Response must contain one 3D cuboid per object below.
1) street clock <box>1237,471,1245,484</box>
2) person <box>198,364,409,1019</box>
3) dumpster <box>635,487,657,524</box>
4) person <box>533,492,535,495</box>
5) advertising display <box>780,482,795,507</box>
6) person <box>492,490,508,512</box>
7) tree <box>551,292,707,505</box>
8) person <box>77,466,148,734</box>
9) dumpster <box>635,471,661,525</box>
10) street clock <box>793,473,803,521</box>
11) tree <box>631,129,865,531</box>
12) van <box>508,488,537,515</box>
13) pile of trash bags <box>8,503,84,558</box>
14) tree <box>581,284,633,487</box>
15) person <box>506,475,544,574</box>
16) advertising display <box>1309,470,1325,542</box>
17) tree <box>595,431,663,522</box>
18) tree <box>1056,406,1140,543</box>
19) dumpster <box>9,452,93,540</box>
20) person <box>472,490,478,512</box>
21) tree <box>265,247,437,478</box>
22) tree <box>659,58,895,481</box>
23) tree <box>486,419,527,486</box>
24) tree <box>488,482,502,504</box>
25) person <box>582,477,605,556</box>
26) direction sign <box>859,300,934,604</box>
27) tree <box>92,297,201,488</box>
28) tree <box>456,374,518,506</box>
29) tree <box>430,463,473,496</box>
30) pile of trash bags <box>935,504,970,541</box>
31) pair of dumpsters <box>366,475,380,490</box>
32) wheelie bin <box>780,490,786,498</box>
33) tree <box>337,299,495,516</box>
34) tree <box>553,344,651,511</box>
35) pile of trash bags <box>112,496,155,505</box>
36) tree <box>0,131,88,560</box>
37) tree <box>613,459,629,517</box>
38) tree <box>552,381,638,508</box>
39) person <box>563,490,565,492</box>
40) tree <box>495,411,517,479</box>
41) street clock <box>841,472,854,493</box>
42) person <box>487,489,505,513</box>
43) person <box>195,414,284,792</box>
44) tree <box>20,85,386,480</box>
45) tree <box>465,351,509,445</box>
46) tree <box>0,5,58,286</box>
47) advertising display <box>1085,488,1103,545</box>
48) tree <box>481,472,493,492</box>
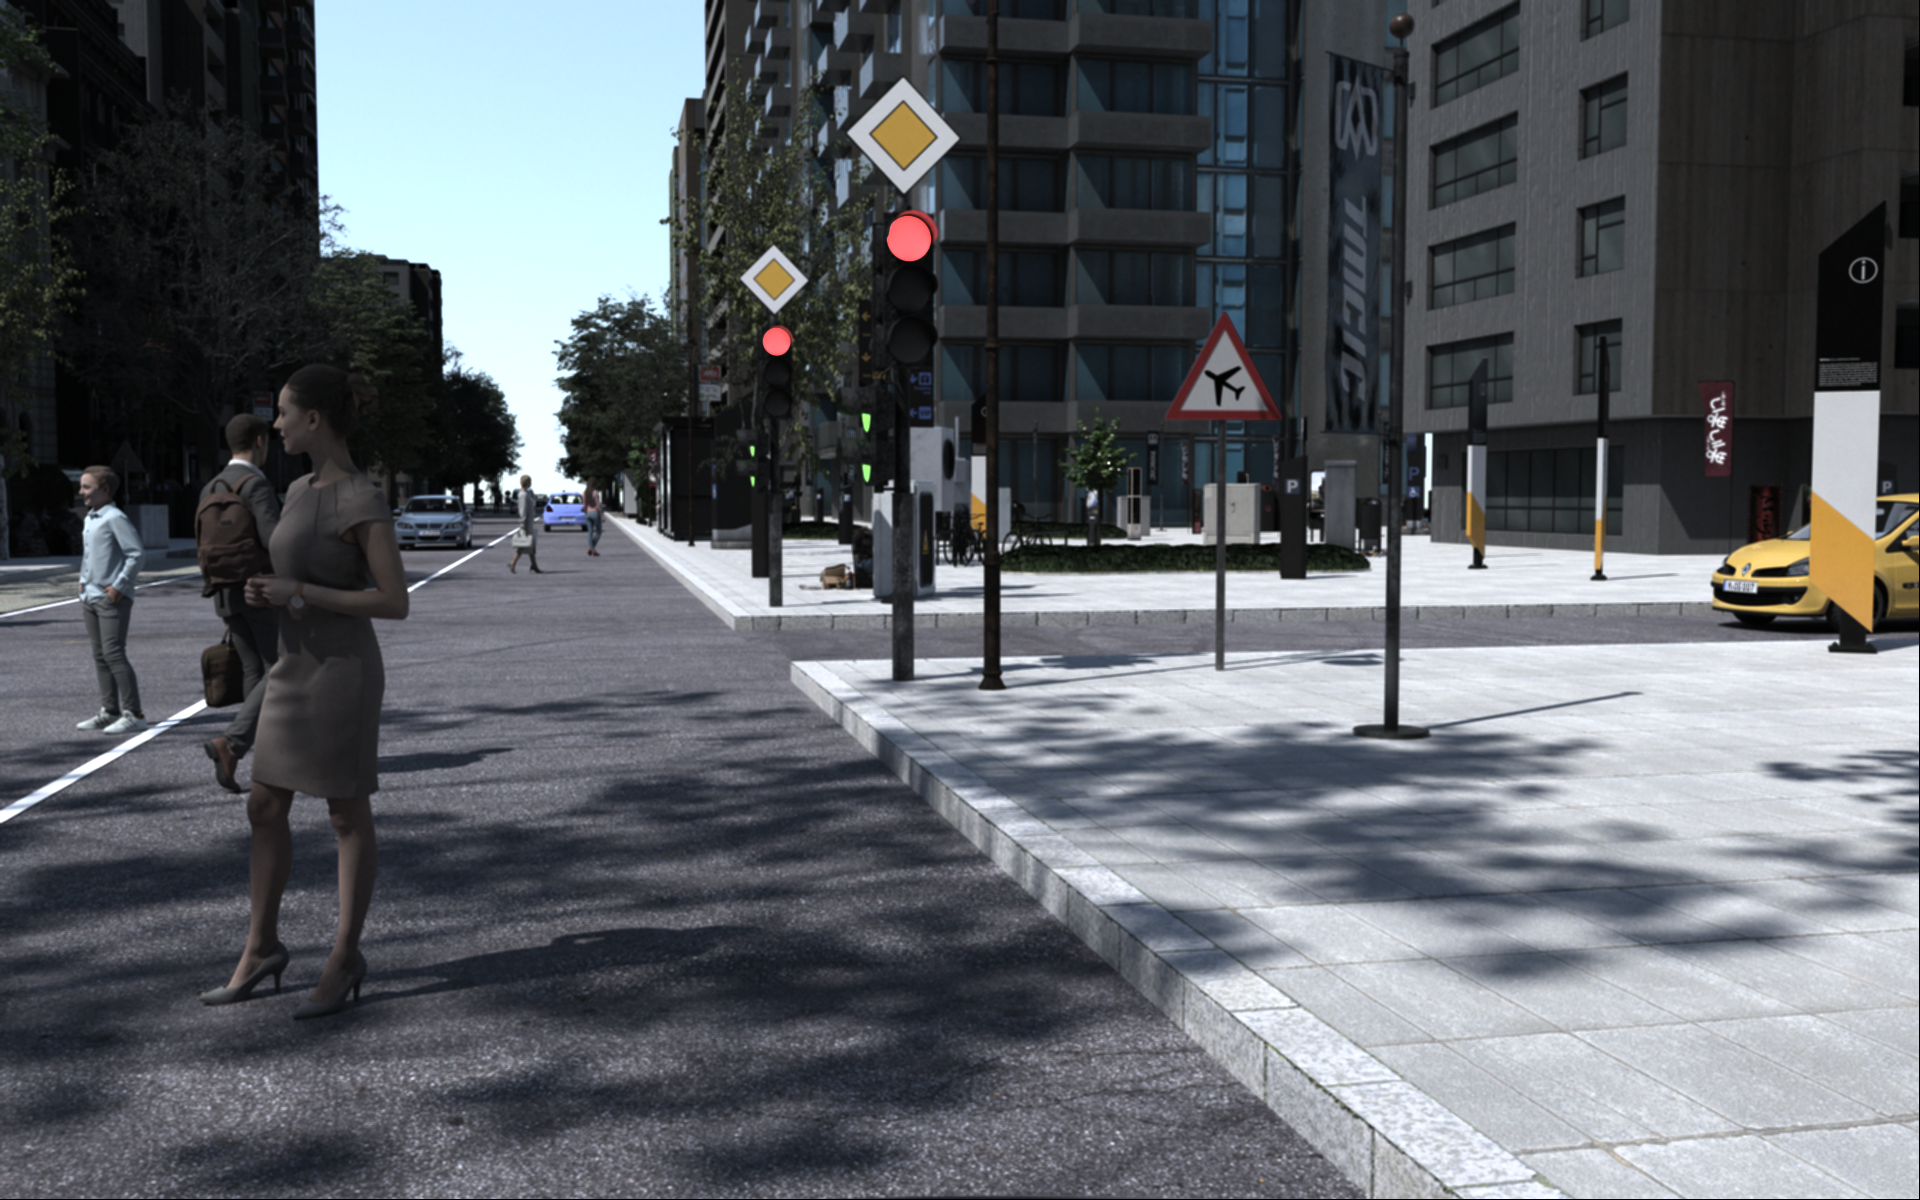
[{"bbox_3d":[9.002,-3.114,55.479,0.358,2.002,0.471,0,4,4],"label":"street clock"},{"bbox_3d":[-1.807,0.249,4.768,0.599,1.781,0.374,3,4,37],"label":"person"},{"bbox_3d":[-13.515,-4.268,75.536,1.264,1.857,1.865,-1,4,-12],"label":"dumpster"},{"bbox_3d":[-54.246,-12.900,220.136,1.217,1.743,0.721,-1,4,-15],"label":"person"},{"bbox_3d":[-9.242,-5.347,92.634,0.974,1.923,0.123,-3,5,-40],"label":"advertising display"},{"bbox_3d":[-36.911,-7.935,138.926,1.217,1.739,0.721,-1,4,-9],"label":"person"},{"bbox_3d":[-20.650,-12.302,107.796,9.857,13.997,8.962,0,3,0],"label":"tree"},{"bbox_3d":[-5.193,-0.013,10.528,0.330,1.601,0.589,-3,5,-44],"label":"person"},{"bbox_3d":[-12.682,-4.239,71.800,1.502,2.255,1.985,-1,4,-12],"label":"dumpster"},{"bbox_3d":[-5.445,-3.280,58.204,0.358,2.002,0.471,0,4,-5],"label":"street clock"},{"bbox_3d":[-3.981,-5.224,35.774,4.360,8.622,3.978,0,3,0],"label":"tree"},{"bbox_3d":[-30.787,-7.031,121.970,2.013,2.044,4.112,-1,4,-12],"label":"van"},{"bbox_3d":[-19.807,-1.631,36.412,3.447,1.369,1.912,3,5,40],"label":"pile of trash bags"},{"bbox_3d":[-10.576,-6.654,59.159,4.360,8.622,3.978,0,3,0],"label":"tree"},{"bbox_3d":[-7.879,-1.373,31.308,0.624,1.780,0.694,0,4,-5],"label":"person"},{"bbox_3d":[9.797,-2.505,46.176,0.974,1.923,0.123,2,4,32],"label":"advertising display"},{"bbox_3d":[-13.879,-5.903,80.227,4.285,4.588,4.351,0,3,0],"label":"tree"},{"bbox_3d":[3.045,-2.668,38.224,1.663,3.219,1.824,0,3,0],"label":"tree"},{"bbox_3d":[-21.112,-2.308,40.230,1.502,2.255,1.985,-1,4,-12],"label":"dumpster"},{"bbox_3d":[-39.192,-7.996,139.924,0.721,1.739,1.217,-2,4,-31],"label":"person"},{"bbox_3d":[-28.356,-9.921,80.330,7.486,12.596,7.792,0,3,0],"label":"tree"},{"bbox_3d":[-3.048,-4.882,30.176,4.737,8.622,4.395,0,3,0],"label":"tree"},{"bbox_3d":[-63.851,-19.181,239.364,9.928,11.665,9.643,0,3,0],"label":"tree"},{"bbox_3d":[-61.345,-14.312,228.603,1.663,3.219,1.824,0,3,0],"label":"tree"},{"bbox_3d":[-8.462,-1.930,40.064,0.555,1.821,0.388,1,4,16],"label":"person"},{"bbox_3d":[-0.743,-1.731,20.300,0.876,3.537,0.379,0,4,-5],"label":"direction sign"},{"bbox_3d":[-30.300,-6.975,64.404,4.360,8.622,3.978,0,3,0],"label":"tree"},{"bbox_3d":[-51.480,-16.955,183.873,9.857,13.997,8.962,0,3,0],"label":"tree"},{"bbox_3d":[-42.737,-9.895,145.494,4.285,4.588,4.351,0,3,0],"label":"tree"},{"bbox_3d":[0.210,-2.324,47.743,1.912,1.369,3.447,-1,4,-19],"label":"pile of trash bags"},{"bbox_3d":[-30.551,-5.250,88.327,1.574,2.255,4.437,-1,4,-12],"label":"pair of dumpsters"},{"bbox_3d":[-8.345,-4.397,79.803,0.693,1.594,0.980,-1,4,-11],"label":"wheelie bin"},{"bbox_3d":[-33.566,-11.311,101.944,9.611,12.733,9.660,0,3,0],"label":"tree"},{"bbox_3d":[-25.909,-13.080,130.857,9.611,12.733,9.660,0,3,0],"label":"tree"},{"bbox_3d":[-21.611,-2.118,44.387,1.912,1.369,3.447,-1,4,-15],"label":"pile of trash bags"},{"bbox_3d":[-18.652,-5.065,33.167,4.737,8.622,4.395,0,3,0],"label":"tree"},{"bbox_3d":[-18.287,-6.157,95.266,1.663,3.219,1.824,0,3,0],"label":"tree"},{"bbox_3d":[-31.347,-14.987,155.407,12.009,13.543,11.850,0,3,0],"label":"tree"},{"bbox_3d":[-33.886,-8.482,147.710,0.750,1.759,0.617,-3,5,-44],"label":"person"},{"bbox_3d":[-44.705,-14.576,155.322,9.611,12.733,9.660,0,3,0],"label":"tree"},{"bbox_3d":[-3.733,-3.269,58.018,0.471,2.002,0.358,2,4,32],"label":"street clock"},{"bbox_3d":[-34.415,-7.340,128.495,1.348,1.826,0.705,-2,4,-31],"label":"person"},{"bbox_3d":[-3.548,-0.009,8.610,0.622,1.834,0.822,1,4,22],"label":"person"},{"bbox_3d":[-22.669,-8.686,52.392,12.009,13.543,11.850,0,3,0],"label":"tree"},{"bbox_3d":[-38.961,-13.404,129.524,12.009,13.543,11.850,0,3,0],"label":"tree"},{"bbox_3d":[-16.413,-5.994,23.763,9.928,11.665,9.643,0,3,0],"label":"tree"},{"bbox_3d":[3.231,-2.235,41.761,0.123,1.923,0.974,-1,4,-14],"label":"advertising display"},{"bbox_3d":[-58.900,-16.286,216.632,4.737,8.622,4.395,0,3,0],"label":"tree"}]
